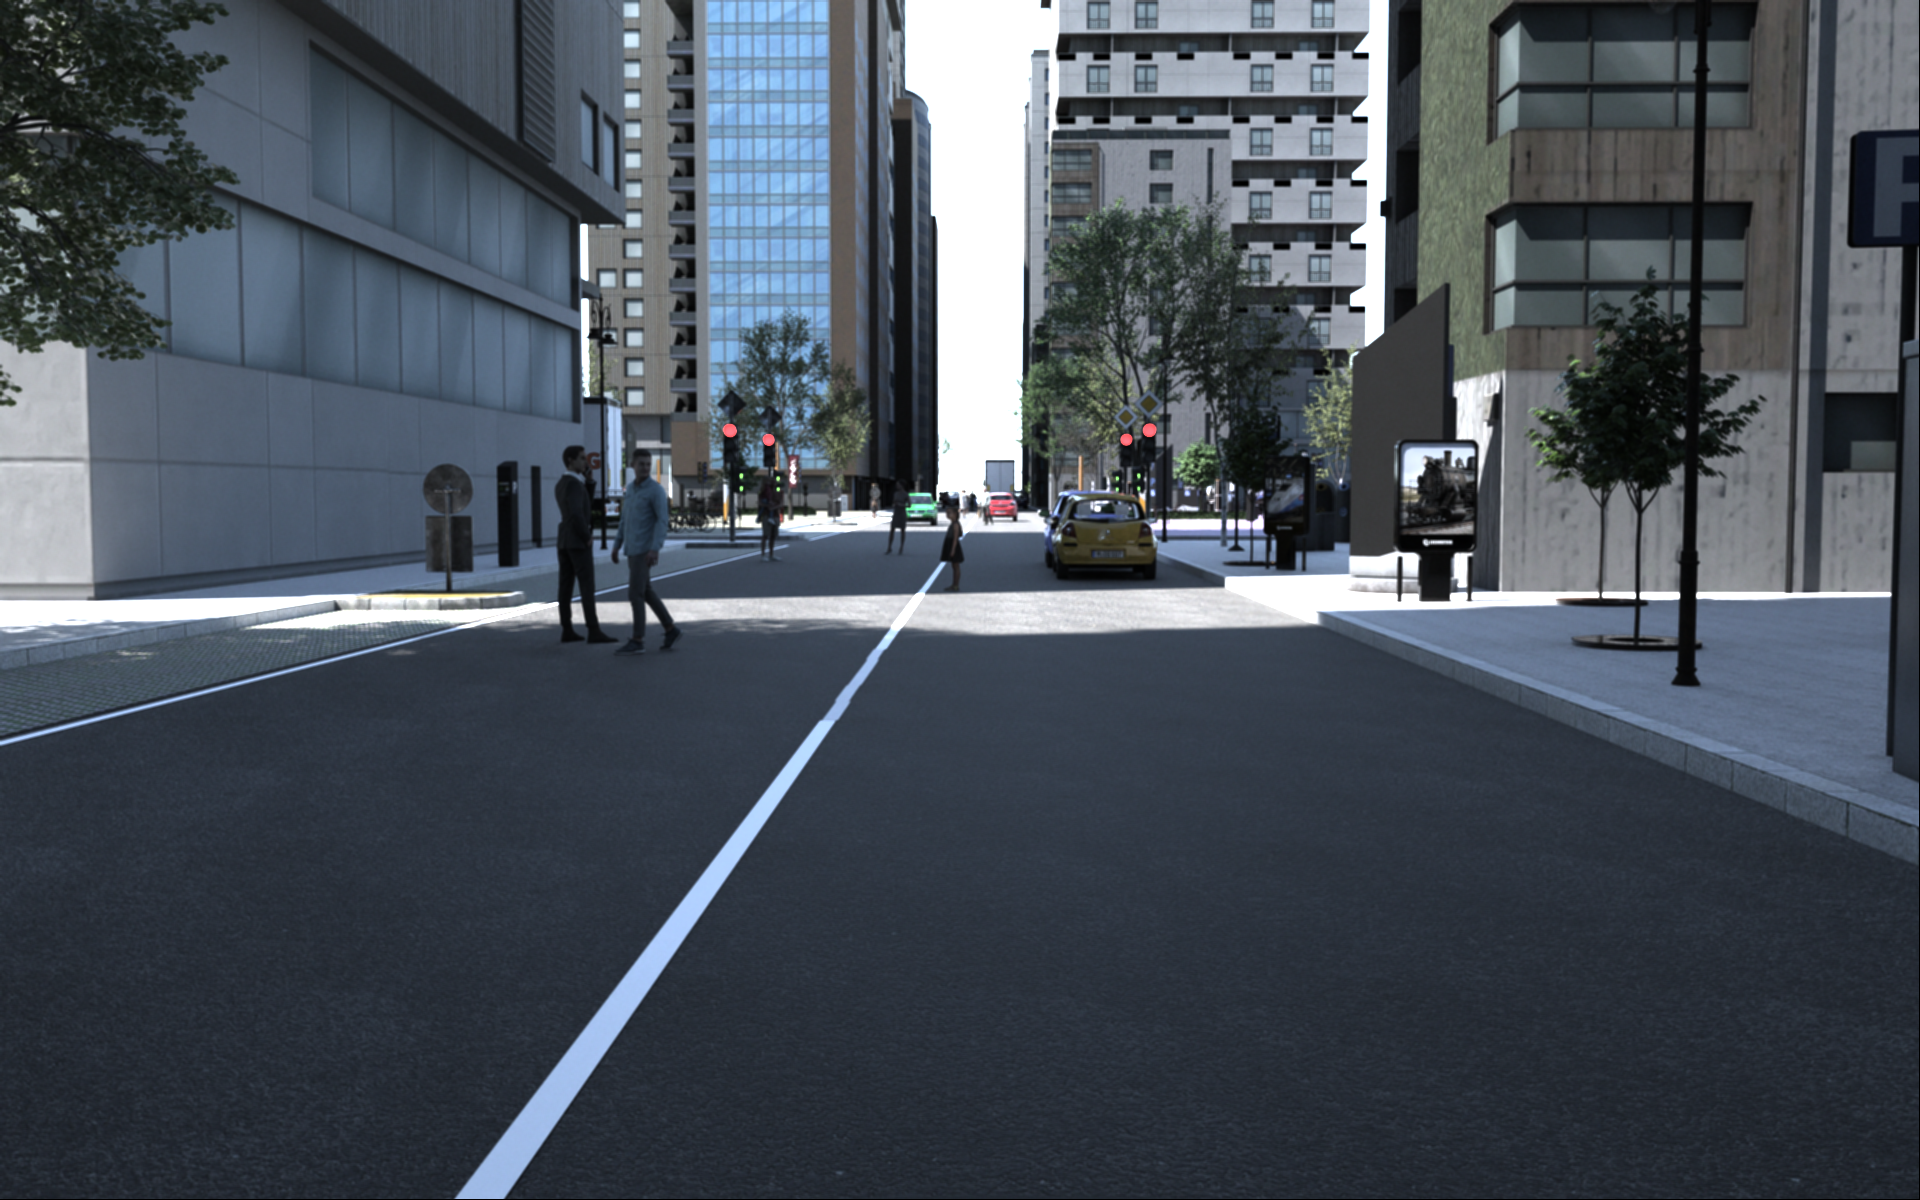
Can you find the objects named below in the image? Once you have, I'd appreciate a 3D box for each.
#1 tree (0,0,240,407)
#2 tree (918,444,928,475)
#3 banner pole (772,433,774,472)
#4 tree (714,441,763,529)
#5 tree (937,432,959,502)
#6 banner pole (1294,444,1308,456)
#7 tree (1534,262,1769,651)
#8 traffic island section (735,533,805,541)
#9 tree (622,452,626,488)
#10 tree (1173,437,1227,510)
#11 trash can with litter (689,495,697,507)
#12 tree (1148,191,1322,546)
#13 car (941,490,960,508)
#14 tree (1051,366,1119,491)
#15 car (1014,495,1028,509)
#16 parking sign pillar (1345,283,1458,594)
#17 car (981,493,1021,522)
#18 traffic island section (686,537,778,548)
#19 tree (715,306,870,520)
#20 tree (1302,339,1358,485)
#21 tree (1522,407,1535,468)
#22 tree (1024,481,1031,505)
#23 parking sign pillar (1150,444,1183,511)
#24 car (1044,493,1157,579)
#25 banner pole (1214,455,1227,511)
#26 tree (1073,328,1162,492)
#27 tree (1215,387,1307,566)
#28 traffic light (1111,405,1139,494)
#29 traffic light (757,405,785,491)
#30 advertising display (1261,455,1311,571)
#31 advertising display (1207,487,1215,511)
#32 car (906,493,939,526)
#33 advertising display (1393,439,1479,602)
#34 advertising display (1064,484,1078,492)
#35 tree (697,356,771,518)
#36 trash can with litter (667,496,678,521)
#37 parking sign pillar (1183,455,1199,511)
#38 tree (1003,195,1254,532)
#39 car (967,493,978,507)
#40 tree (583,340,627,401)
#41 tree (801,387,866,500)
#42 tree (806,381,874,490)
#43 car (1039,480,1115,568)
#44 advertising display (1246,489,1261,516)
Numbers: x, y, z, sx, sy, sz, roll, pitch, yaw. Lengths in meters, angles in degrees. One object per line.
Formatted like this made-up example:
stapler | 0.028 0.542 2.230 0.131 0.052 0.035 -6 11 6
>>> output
tree | -9.895 -5.843 13.664 7.486 12.596 7.792 0 3 0
tree | -6.182 -15.527 204.227 4.360 8.622 3.978 0 3 0
banner pole | -7.682 -4.945 70.874 0.401 3.779 0.863 -1 4 -15
tree | -8.015 -4.202 63.311 1.663 3.219 1.824 0 3 0
tree | -3.974 -22.240 289.383 9.928 11.665 9.643 0 3 0
banner pole | 16.940 -5.892 86.345 0.863 3.779 0.401 0 4 -3
tree | 5.851 -1.218 14.515 1.663 3.219 1.824 0 3 0
traffic island section | -6.014 -1.987 54.772 2.009 0.180 2.903 0 4 1
tree | -23.008 -8.025 114.914 4.285 4.588 4.351 0 3 0
tree | 13.615 -6.936 97.125 4.285 4.588 4.351 0 3 0
trash can with litter | -17.838 -6.570 118.477 2.233 1.210 1.678 -1 4 -12
tree | 6.506 -5.611 42.101 4.360 8.622 3.978 0 3 0
car | -0.813 -10.222 175.799 2.281 1.827 5.304 0 3 0
tree | 7.466 -9.072 98.682 4.360 8.622 3.978 0 3 0
car | 5.618 -9.403 166.312 1.945 1.354 3.894 0 4 0
parking sign pillar | 5.818 -2.096 22.738 1.447 3.967 1.447 3 5 40
car | 2.144 -5.054 91.681 2.155 1.783 4.494 0 4 2
traffic island section | -6.166 -1.499 46.788 2.009 0.180 2.903 0 4 1
tree | -8.211 -9.223 85.212 8.767 10.594 7.601 1 4 15
tree | 18.264 -8.112 82.994 4.737 8.622 4.395 0 3 0
tree | 7.370 -1.566 20.210 1.663 3.219 1.824 0 3 0
tree | 8.596 -13.375 213.288 1.663 3.219 1.824 0 3 0
parking sign pillar | 10.799 -6.386 92.876 1.447 3.967 1.447 -3 4 -39
car | 2.508 -1.249 30.643 2.015 1.641 3.980 0 4 2
banner pole | 14.989 -6.735 100.133 0.863 3.779 0.401 0 4 -1
tree | 6.891 -7.770 77.403 4.737 8.622 4.395 0 3 0
tree | 5.410 -2.241 31.249 1.663 3.219 1.824 0 3 0
traffic light | 5.185 -4.007 54.441 0.839 4.253 0.868 0 4 1
traffic light | -5.974 -4.019 54.637 0.839 4.253 0.868 0 4 1
advertising display | 5.519 -1.472 29.284 0.123 1.923 0.974 -2 4 -35
advertising display | 16.894 -6.785 116.151 0.123 1.923 0.974 -2 4 -31
car | -1.945 -4.318 79.388 1.959 1.807 4.718 0 3 0
advertising display | 5.636 -0.937 20.530 0.974 1.923 0.123 0 4 -4
advertising display | 7.448 -6.809 116.545 0.974 1.923 0.123 -1 4 -14
tree | -11.981 -8.668 92.092 4.360 8.622 3.978 0 3 0
trash can with litter | -13.670 -4.246 80.481 1.678 1.210 2.233 0 4 -7
parking sign pillar | 14.343 -7.362 108.840 1.447 3.967 1.447 1 4 22
tree | 6.136 -8.167 59.286 9.928 11.665 9.643 0 3 0
car | 1.025 -10.801 186.191 1.945 1.707 3.694 0 4 1
tree | -17.626 -7.928 79.984 4.737 8.622 4.395 0 3 0
tree | -8.251 -10.132 116.023 4.360 8.622 3.978 0 3 0
tree | -7.654 -9.771 110.126 4.737 8.622 4.395 0 3 0
car | 2.566 -1.554 35.004 1.945 1.707 3.694 0 4 2
advertising display | 15.116 -5.106 88.700 0.974 1.923 0.123 -1 4 -17
